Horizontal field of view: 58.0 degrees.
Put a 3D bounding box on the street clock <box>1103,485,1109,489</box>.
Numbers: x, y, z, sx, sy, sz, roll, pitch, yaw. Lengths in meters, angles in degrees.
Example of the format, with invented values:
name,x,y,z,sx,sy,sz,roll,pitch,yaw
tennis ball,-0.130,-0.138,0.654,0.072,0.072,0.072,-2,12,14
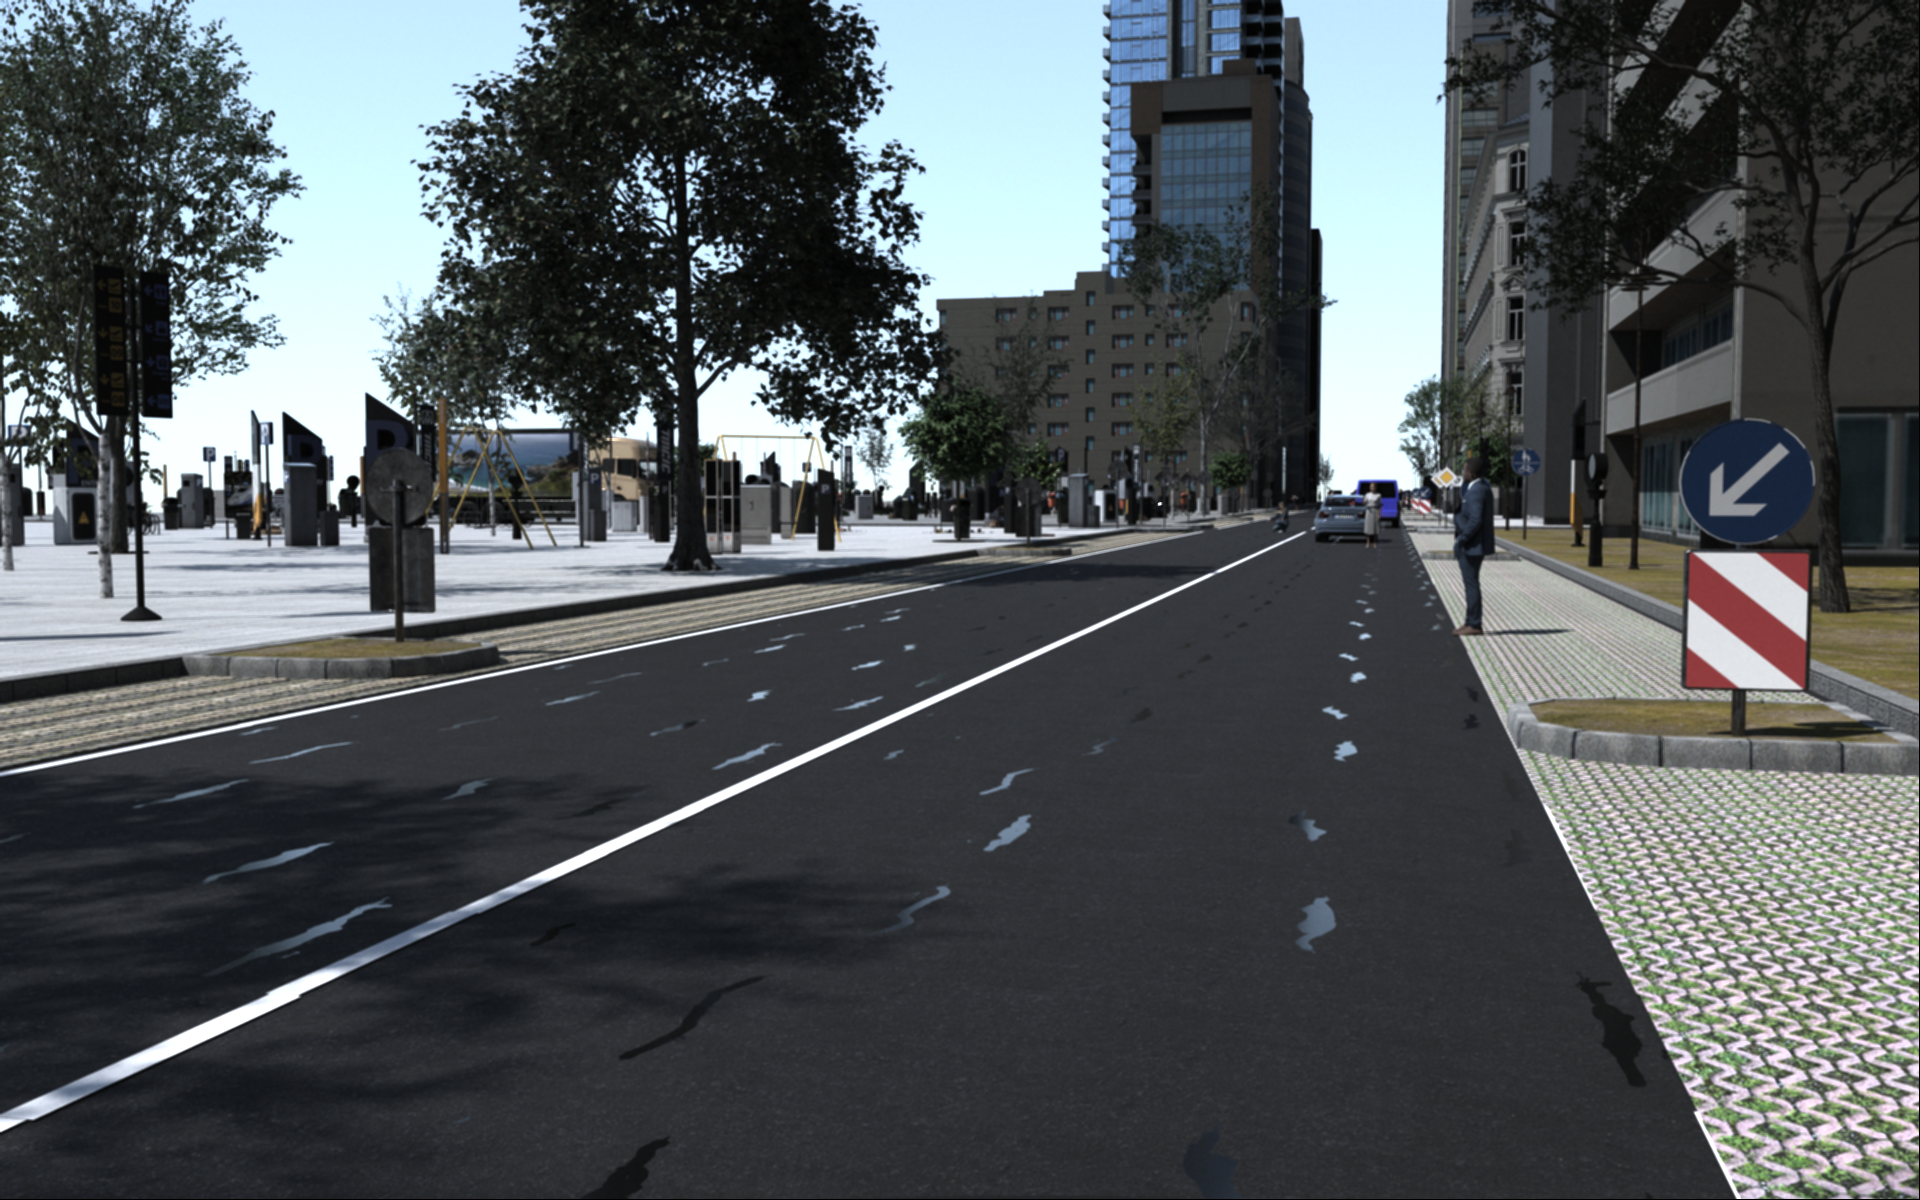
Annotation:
name,x,y,z,sx,sy,sz,roll,pitch,yaw
street clock,11.111,-7.787,131.887,0.471,2.002,0.358,1,4,13

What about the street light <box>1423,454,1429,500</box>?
name,x,y,z,sx,sy,sz,roll,pitch,yaw
street light,49.968,-12.967,184.805,0.468,5.910,1.993,1,4,14

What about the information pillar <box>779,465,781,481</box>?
name,x,y,z,sx,sy,sz,roll,pitch,yaw
information pillar,-14.668,-9.085,139.894,0.504,3.616,0.183,1,4,20

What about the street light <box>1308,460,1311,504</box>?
name,x,y,z,sx,sy,sz,roll,pitch,yaw
street light,46.229,-15.674,229.058,0.468,5.910,1.993,1,4,14

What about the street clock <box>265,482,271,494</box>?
name,x,y,z,sx,sy,sz,roll,pitch,yaw
street clock,-41.136,-6.018,102.957,0.358,2.002,0.471,-2,4,-29

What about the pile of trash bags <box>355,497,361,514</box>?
name,x,y,z,sx,sy,sz,roll,pitch,yaw
pile of trash bags,-37.731,-6.183,110.841,1.912,1.369,3.447,3,5,41

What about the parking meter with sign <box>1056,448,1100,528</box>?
name,x,y,z,sx,sy,sz,roll,pitch,yaw
parking meter with sign,4.513,-4.257,65.862,1.738,3.016,0.543,2,4,35

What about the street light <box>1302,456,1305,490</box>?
name,x,y,z,sx,sy,sz,roll,pitch,yaw
street light,41.987,-14.620,211.826,0.468,5.910,1.993,1,4,14

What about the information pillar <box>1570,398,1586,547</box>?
name,x,y,z,sx,sy,sz,roll,pitch,yaw
information pillar,15.055,-3.109,42.181,0.504,3.616,0.183,-3,5,-42

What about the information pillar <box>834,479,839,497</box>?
name,x,y,z,sx,sy,sz,roll,pitch,yaw
information pillar,-6.093,-4.879,84.267,0.304,2.012,0.304,1,4,19

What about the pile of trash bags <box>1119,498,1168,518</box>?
name,x,y,z,sx,sy,sz,roll,pitch,yaw
pile of trash bags,9.578,-5.078,92.770,1.912,1.369,3.447,3,4,39

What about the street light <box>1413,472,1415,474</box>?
name,x,y,z,sx,sy,sz,roll,pitch,yaw
street light,69.993,-17.905,265.531,0.468,5.910,1.993,1,4,14

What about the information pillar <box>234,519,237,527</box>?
name,x,y,z,sx,sy,sz,roll,pitch,yaw
information pillar,-27.787,-3.806,66.725,0.304,2.012,0.304,-1,4,-9

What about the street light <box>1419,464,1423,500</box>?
name,x,y,z,sx,sy,sz,roll,pitch,yaw
street light,57.820,-14.901,216.421,0.468,5.910,1.993,1,4,14

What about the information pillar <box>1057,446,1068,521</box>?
name,x,y,z,sx,sy,sz,roll,pitch,yaw
information pillar,4.962,-5.644,83.628,0.504,3.616,0.183,0,4,7

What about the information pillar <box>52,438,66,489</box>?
name,x,y,z,sx,sy,sz,roll,pitch,yaw
information pillar,-36.906,-4.872,71.006,0.504,3.616,0.183,0,4,-5

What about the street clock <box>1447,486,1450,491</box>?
name,x,y,z,sx,sy,sz,roll,pitch,yaw
street clock,35.375,-7.398,125.534,0.358,2.002,0.471,0,4,-5

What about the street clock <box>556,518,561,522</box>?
name,x,y,z,sx,sy,sz,roll,pitch,yaw
street clock,-18.761,-4.673,80.965,0.358,2.002,0.471,0,4,3

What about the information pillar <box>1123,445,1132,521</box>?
name,x,y,z,sx,sy,sz,roll,pitch,yaw
information pillar,8.084,-5.626,83.332,0.183,3.616,0.504,-2,4,-32

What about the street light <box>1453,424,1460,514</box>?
name,x,y,z,sx,sy,sz,roll,pitch,yaw
street light,31.714,-8.444,110.852,0.468,5.910,1.993,1,4,14

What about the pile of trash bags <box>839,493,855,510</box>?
name,x,y,z,sx,sy,sz,roll,pitch,yaw
pile of trash bags,-8.720,-7.936,139.506,3.447,1.369,1.912,3,5,44

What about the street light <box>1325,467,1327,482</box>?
name,x,y,z,sx,sy,sz,roll,pitch,yaw
street light,61.891,-19.564,292.661,0.468,5.910,1.993,1,4,14

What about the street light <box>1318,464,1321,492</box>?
name,x,y,z,sx,sy,sz,roll,pitch,yaw
street light,54.114,-17.607,260.665,0.468,5.910,1.993,1,4,14

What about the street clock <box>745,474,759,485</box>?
name,x,y,z,sx,sy,sz,roll,pitch,yaw
street clock,-7.697,-3.640,64.092,0.471,2.002,0.358,-3,4,-36

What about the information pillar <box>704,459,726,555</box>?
name,x,y,z,sx,sy,sz,roll,pitch,yaw
information pillar,-5.207,-1.964,36.606,0.304,2.012,0.304,1,4,10

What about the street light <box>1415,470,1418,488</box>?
name,x,y,z,sx,sy,sz,roll,pitch,yaw
street light,61.907,-15.919,233.055,0.468,5.910,1.993,1,4,14

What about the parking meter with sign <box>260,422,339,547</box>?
name,x,y,z,sx,sy,sz,roll,pitch,yaw
parking meter with sign,-16.180,-2.829,42.523,0.543,3.016,1.738,3,5,44

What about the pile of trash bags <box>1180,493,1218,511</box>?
name,x,y,z,sx,sy,sz,roll,pitch,yaw
pile of trash bags,18.729,-7.636,134.603,3.447,1.369,1.912,-1,4,-14

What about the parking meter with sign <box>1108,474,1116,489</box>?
name,x,y,z,sx,sy,sz,roll,pitch,yaw
parking meter with sign,11.877,-8.114,128.930,1.738,3.016,0.543,-2,4,-32

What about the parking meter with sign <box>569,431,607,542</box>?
name,x,y,z,sx,sy,sz,roll,pitch,yaw
parking meter with sign,-10.113,-3.124,47.334,0.543,3.016,1.738,-2,4,-31

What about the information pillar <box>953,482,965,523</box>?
name,x,y,z,sx,sy,sz,roll,pitch,yaw
information pillar,-0.053,-5.155,75.631,0.504,3.616,0.183,0,4,-7

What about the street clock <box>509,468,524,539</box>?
name,x,y,z,sx,sy,sz,roll,pitch,yaw
street clock,-12.560,-2.721,49.057,0.358,2.002,0.471,-3,5,-43

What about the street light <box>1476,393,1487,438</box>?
name,x,y,z,sx,sy,sz,roll,pitch,yaw
street light,23.761,-6.501,79.077,0.468,5.910,1.993,1,4,14

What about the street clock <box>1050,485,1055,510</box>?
name,x,y,z,sx,sy,sz,roll,pitch,yaw
street clock,7.388,-8.255,139.540,0.471,2.002,0.358,-1,4,-19

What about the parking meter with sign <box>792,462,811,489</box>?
name,x,y,z,sx,sy,sz,roll,pitch,yaw
parking meter with sign,-8.930,-6.087,95.782,0.543,3.016,1.738,-3,5,-39

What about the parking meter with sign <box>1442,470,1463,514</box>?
name,x,y,z,sx,sy,sz,roll,pitch,yaw
parking meter with sign,32.520,-7.188,113.780,1.738,3.016,0.543,-2,4,-26

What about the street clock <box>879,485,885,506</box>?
name,x,y,z,sx,sy,sz,roll,pitch,yaw
street clock,-6.497,-8.505,143.632,0.471,2.002,0.358,1,4,13

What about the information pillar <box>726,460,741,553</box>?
name,x,y,z,sx,sy,sz,roll,pitch,yaw
information pillar,-4.954,-2.020,37.521,0.304,2.012,0.304,2,4,28

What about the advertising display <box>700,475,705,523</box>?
name,x,y,z,sx,sy,sz,roll,pitch,yaw
advertising display,-8.508,-3.283,58.896,0.974,1.923,0.123,-1,4,-20

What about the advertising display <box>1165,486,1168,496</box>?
name,x,y,z,sx,sy,sz,roll,pitch,yaw
advertising display,16.918,-8.364,141.963,0.123,1.923,0.974,1,4,19

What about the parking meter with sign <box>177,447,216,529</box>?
name,x,y,z,sx,sy,sz,roll,pitch,yaw
parking meter with sign,-28.501,-4.162,64.313,1.738,3.016,0.543,1,4,19

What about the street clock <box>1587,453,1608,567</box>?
name,x,y,z,sx,sy,sz,roll,pitch,yaw
street clock,11.222,-1.588,30.531,0.358,2.002,0.471,0,4,2

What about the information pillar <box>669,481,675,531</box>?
name,x,y,z,sx,sy,sz,roll,pitch,yaw
information pillar,-10.247,-3.453,60.944,0.304,2.012,0.304,1,4,19

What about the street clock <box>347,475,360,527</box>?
name,x,y,z,sx,sy,sz,roll,pitch,yaw
street clock,-23.434,-3.814,66.934,0.471,2.002,0.358,-1,4,-23

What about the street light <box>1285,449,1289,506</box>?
name,x,y,z,sx,sy,sz,roll,pitch,yaw
street light,33.912,-12.641,179.467,0.468,5.910,1.993,1,4,14

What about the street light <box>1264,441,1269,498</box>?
name,x,y,z,sx,sy,sz,roll,pitch,yaw
street light,26.088,-10.707,147.844,0.468,5.910,1.993,1,4,14

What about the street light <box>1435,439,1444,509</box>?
name,x,y,z,sx,sy,sz,roll,pitch,yaw
street light,39.539,-10.378,142.474,0.468,5.910,1.993,1,4,14

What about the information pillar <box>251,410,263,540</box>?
name,x,y,z,sx,sy,sz,roll,pitch,yaw
information pillar,-19.534,-3.470,48.090,0.183,3.616,0.504,-3,5,-41

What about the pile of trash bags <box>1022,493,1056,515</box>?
name,x,y,z,sx,sy,sz,roll,pitch,yaw
pile of trash bags,4.932,-5.944,106.934,1.912,1.369,3.447,-2,4,-30

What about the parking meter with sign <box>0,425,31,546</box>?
name,x,y,z,sx,sy,sz,roll,pitch,yaw
parking meter with sign,-23.651,-2.849,42.846,0.543,3.016,1.738,0,4,-1
